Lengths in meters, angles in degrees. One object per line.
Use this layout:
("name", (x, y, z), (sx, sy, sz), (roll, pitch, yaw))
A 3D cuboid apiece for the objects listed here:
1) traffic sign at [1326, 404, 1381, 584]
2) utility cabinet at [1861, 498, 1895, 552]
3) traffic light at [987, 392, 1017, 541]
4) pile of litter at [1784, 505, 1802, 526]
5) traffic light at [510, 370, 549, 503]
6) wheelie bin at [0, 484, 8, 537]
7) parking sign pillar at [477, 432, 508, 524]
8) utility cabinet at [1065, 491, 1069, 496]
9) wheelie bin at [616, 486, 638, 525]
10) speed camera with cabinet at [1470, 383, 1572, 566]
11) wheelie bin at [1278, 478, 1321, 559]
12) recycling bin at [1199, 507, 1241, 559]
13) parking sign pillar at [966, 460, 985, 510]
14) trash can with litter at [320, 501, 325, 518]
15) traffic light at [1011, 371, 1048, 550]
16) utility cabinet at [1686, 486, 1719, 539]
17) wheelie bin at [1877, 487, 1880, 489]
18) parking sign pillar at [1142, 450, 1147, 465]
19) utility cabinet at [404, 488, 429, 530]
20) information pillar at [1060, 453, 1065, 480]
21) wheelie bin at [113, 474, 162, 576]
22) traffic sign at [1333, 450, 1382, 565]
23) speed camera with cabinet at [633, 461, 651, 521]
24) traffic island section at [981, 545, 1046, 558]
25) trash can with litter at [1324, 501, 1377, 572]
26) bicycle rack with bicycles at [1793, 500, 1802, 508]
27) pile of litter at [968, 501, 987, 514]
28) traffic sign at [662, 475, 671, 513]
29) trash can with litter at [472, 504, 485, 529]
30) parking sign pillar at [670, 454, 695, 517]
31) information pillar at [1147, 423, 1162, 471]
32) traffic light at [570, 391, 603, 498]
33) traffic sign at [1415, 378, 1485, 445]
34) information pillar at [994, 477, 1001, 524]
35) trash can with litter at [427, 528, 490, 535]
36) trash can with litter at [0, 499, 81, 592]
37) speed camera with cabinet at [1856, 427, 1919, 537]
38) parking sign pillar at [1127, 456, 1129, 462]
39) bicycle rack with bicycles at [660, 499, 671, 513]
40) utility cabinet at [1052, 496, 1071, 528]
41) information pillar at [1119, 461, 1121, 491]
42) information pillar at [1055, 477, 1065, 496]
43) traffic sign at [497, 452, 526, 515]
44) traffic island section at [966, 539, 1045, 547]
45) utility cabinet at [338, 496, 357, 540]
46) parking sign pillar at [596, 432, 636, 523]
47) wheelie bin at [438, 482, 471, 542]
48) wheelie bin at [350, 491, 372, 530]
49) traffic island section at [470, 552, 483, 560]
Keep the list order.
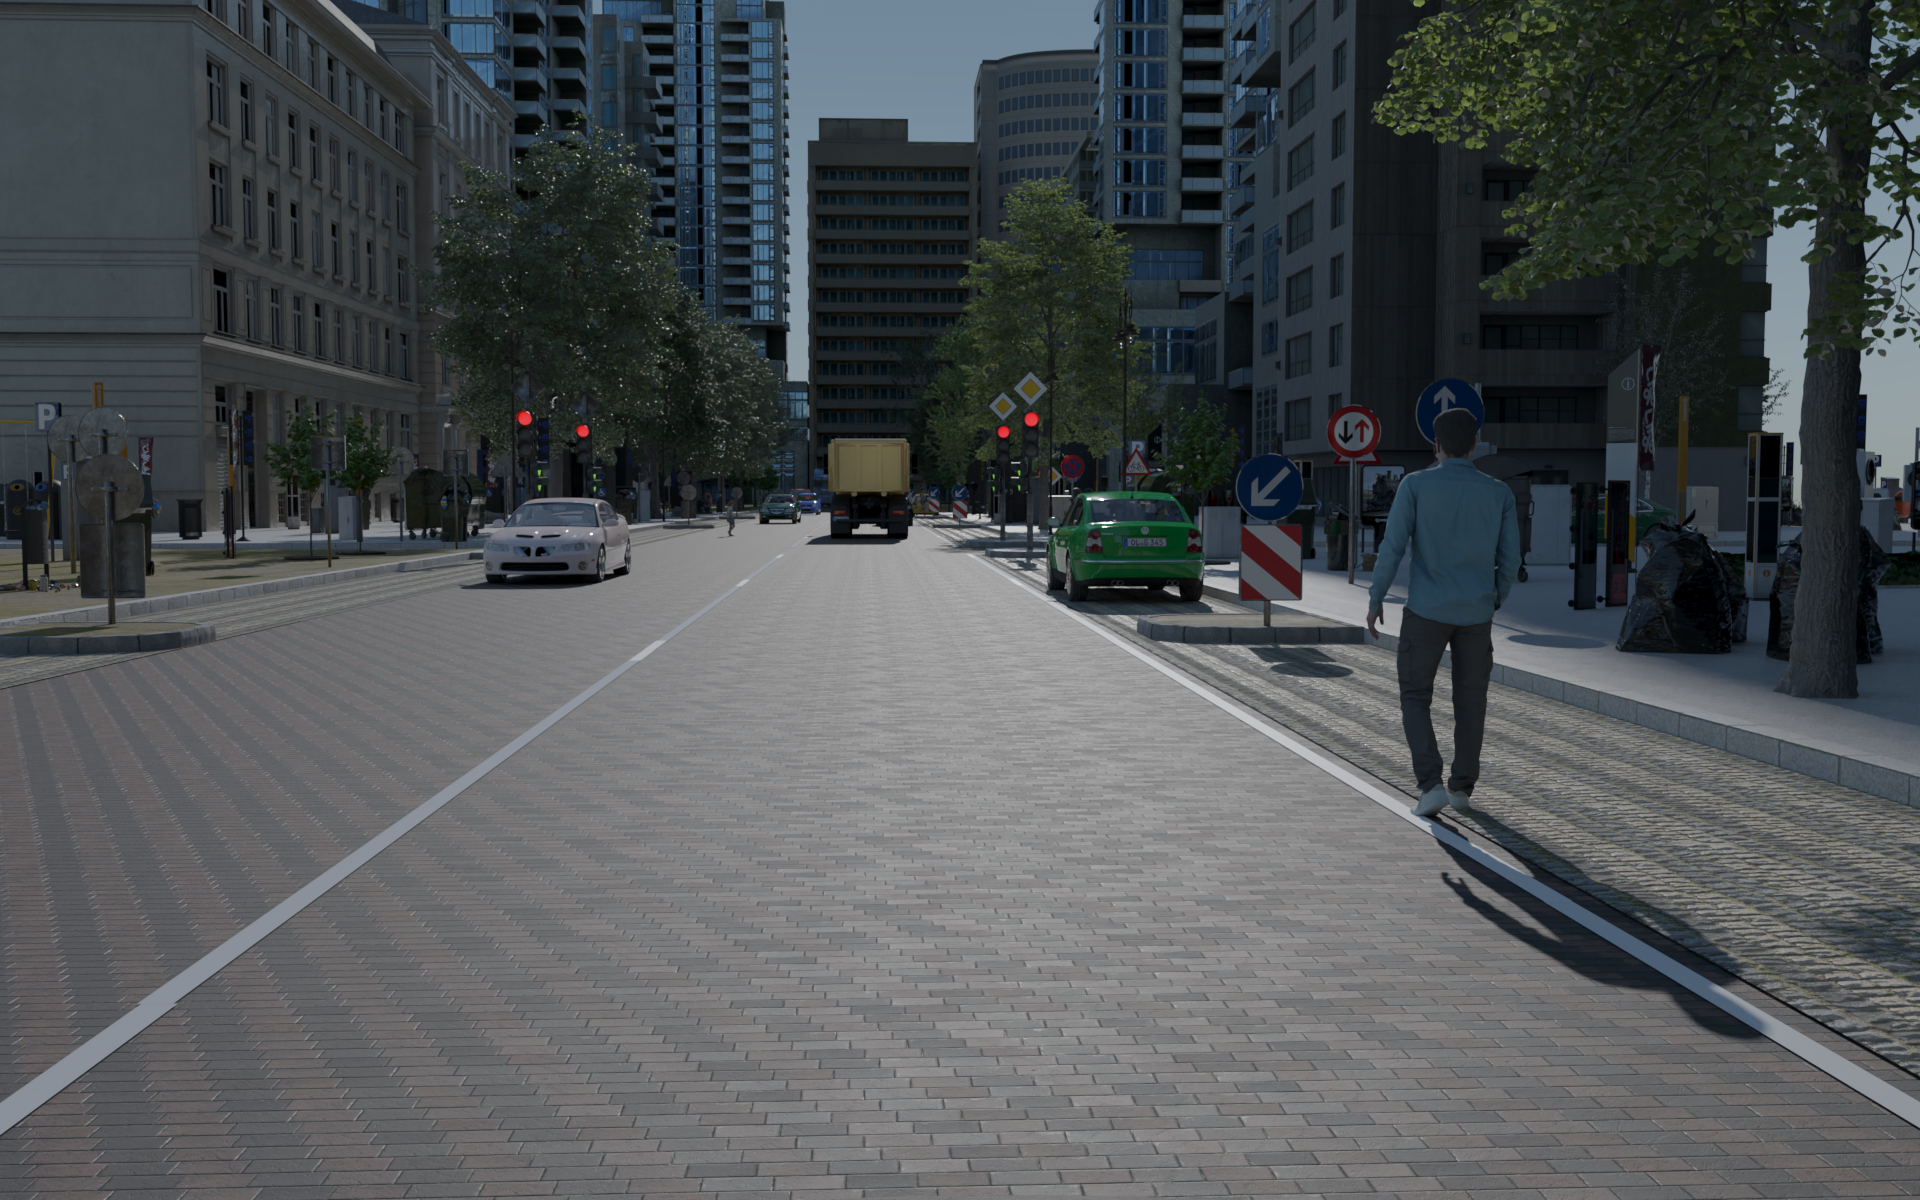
("traffic sign", (5.602, -1.506, 24.726), (0.768, 2.556, 0.104), (0, 4, 4))
("utility cabinet", (15.126, -1.090, 28.982), (0.306, 1.237, 1.020), (-1, 4, -11))
("traffic light", (1.163, -3.598, 47.756), (0.839, 4.253, 0.868), (0, 4, -3))
("pile of litter", (33.676, -3.386, 69.322), (1.176, 0.858, 1.719), (1, 4, 9))
("traffic light", (-9.749, -3.072, 39.155), (0.839, 4.253, 0.868), (0, 4, -3))
("wheelie bin", (-28.860, -2.705, 52.141), (0.980, 1.594, 0.693), (0, 4, -2))
("parking sign pillar", (-20.347, -5.308, 75.256), (1.447, 3.967, 1.447), (2, 4, 25))
("utility cabinet", (6.499, -6.386, 113.085), (1.173, 1.500, 0.318), (1, 4, 11))
("wheelie bin", (-14.998, -4.332, 78.734), (0.980, 1.594, 0.693), (-2, 4, -31))
("speed camera with cabinet", (9.929, -2.255, 31.212), (2.038, 3.252, 0.660), (0, 4, -1))
("wheelie bin", (6.609, -1.609, 34.209), (0.980, 1.594, 0.693), (0, 4, -8))
("recycling bin", (5.186, -1.351, 34.636), (0.722, 1.027, 0.722), (0, 4, -2))
("parking sign pillar", (1.104, -8.019, 119.577), (1.447, 3.967, 1.447), (1, 4, 21))
("trash can with litter", (-24.400, -3.377, 66.602), (0.624, 1.170, 1.055), (2, 4, 24))
("traffic light", (1.595, -3.111, 39.782), (0.839, 4.253, 0.868), (0, 4, -3))
("utility cabinet", (20.740, -2.436, 48.504), (1.173, 1.500, 0.318), (-2, 4, -31))
("wheelie bin", (43.877, -4.576, 82.731), (0.693, 1.594, 0.980), (3, 5, 44))
("parking sign pillar", (10.589, -6.532, 95.275), (1.447, 3.967, 1.447), (1, 4, 21))
("utility cabinet", (-19.139, -3.202, 61.029), (0.318, 1.500, 1.173), (1, 4, 11))
("information pillar", (5.897, -6.626, 99.685), (0.183, 3.616, 0.504), (2, 4, 34))
("wheelie bin", (-13.116, -1.183, 27.256), (0.980, 1.594, 0.693), (-2, 4, -33))
("traffic sign", (7.164, -1.913, 31.285), (0.884, 2.594, 0.081), (0, 4, 1))
("speed camera with cabinet", (-15.595, -5.396, 82.554), (2.038, 3.252, 0.660), (3, 5, 45))
("traffic island section", (1.635, -1.078, 39.898), (2.009, 0.180, 2.903), (0, 4, -3))
("trash can with litter", (6.629, -1.076, 28.985), (1.055, 1.170, 0.624), (2, 4, 25))
("bicycle rack with bicycles", (54.771, -6.026, 111.906), (2.925, 0.926, 2.852), (-3, 5, -39))
("pile of litter", (0.984, -5.969, 111.550), (1.719, 0.858, 1.176), (0, 4, -1))
("traffic sign", (-19.225, -7.001, 114.465), (0.884, 2.594, 0.081), (0, 4, -2))
("trash can with litter", (-17.759, -3.193, 63.600), (0.624, 1.170, 1.055), (-1, 4, -20))
("parking sign pillar", (-15.765, -6.728, 98.469), (1.447, 3.967, 1.447), (1, 4, 19))
("information pillar", (6.422, -4.021, 57.098), (0.504, 3.616, 0.183), (0, 4, -5))
("traffic light", (-10.181, -3.560, 47.128), (0.839, 4.253, 0.868), (0, 4, -3))
("traffic sign", (5.385, -1.164, 19.135), (0.768, 2.556, 0.104), (0, 4, -3))
("information pillar", (1.643, -4.217, 73.437), (0.304, 2.012, 0.304), (-3, 5, -44))
("trash can with litter", (-16.162, -2.725, 55.614), (2.233, 1.210, 1.678), (-2, 4, -30))
("trash can with litter", (-12.297, -0.770, 23.643), (1.678, 1.210, 2.233), (0, 4, 2))
("speed camera with cabinet", (27.642, -3.494, 51.460), (2.038, 3.252, 0.660), (2, 4, 24))
("parking sign pillar", (11.400, -7.671, 113.891), (1.447, 3.967, 1.447), (0, 4, 3))
("bicycle rack with bicycles", (-20.247, -6.461, 119.018), (2.852, 0.926, 2.925), (3, 5, 42))
("utility cabinet", (3.841, -3.380, 66.419), (1.020, 1.237, 0.306), (0, 4, 5))
("information pillar", (11.331, -8.049, 122.961), (0.183, 3.616, 0.504), (0, 4, -2))
("information pillar", (5.197, -5.165, 88.940), (0.304, 2.012, 0.304), (1, 4, 22))
("traffic sign", (-13.813, -3.261, 53.316), (0.884, 2.594, 0.081), (0, 4, -2))
("traffic island section", (1.204, -1.565, 47.872), (2.009, 0.180, 2.903), (0, 4, -3))
("utility cabinet", (-17.255, -2.315, 49.008), (0.306, 1.237, 1.020), (-3, 5, -42))
("parking sign pillar", (-14.956, -5.353, 75.991), (1.447, 3.967, 1.447), (3, 4, 36))
("wheelie bin", (-13.550, -2.360, 46.497), (0.693, 1.594, 0.980), (0, 4, 8))
("wheelie bin", (-21.545, -3.321, 62.200), (0.693, 1.594, 0.980), (-3, 5, -42))
("traffic island section", (-9.789, -1.040, 39.287), (2.009, 0.180, 2.903), (0, 4, -3))
